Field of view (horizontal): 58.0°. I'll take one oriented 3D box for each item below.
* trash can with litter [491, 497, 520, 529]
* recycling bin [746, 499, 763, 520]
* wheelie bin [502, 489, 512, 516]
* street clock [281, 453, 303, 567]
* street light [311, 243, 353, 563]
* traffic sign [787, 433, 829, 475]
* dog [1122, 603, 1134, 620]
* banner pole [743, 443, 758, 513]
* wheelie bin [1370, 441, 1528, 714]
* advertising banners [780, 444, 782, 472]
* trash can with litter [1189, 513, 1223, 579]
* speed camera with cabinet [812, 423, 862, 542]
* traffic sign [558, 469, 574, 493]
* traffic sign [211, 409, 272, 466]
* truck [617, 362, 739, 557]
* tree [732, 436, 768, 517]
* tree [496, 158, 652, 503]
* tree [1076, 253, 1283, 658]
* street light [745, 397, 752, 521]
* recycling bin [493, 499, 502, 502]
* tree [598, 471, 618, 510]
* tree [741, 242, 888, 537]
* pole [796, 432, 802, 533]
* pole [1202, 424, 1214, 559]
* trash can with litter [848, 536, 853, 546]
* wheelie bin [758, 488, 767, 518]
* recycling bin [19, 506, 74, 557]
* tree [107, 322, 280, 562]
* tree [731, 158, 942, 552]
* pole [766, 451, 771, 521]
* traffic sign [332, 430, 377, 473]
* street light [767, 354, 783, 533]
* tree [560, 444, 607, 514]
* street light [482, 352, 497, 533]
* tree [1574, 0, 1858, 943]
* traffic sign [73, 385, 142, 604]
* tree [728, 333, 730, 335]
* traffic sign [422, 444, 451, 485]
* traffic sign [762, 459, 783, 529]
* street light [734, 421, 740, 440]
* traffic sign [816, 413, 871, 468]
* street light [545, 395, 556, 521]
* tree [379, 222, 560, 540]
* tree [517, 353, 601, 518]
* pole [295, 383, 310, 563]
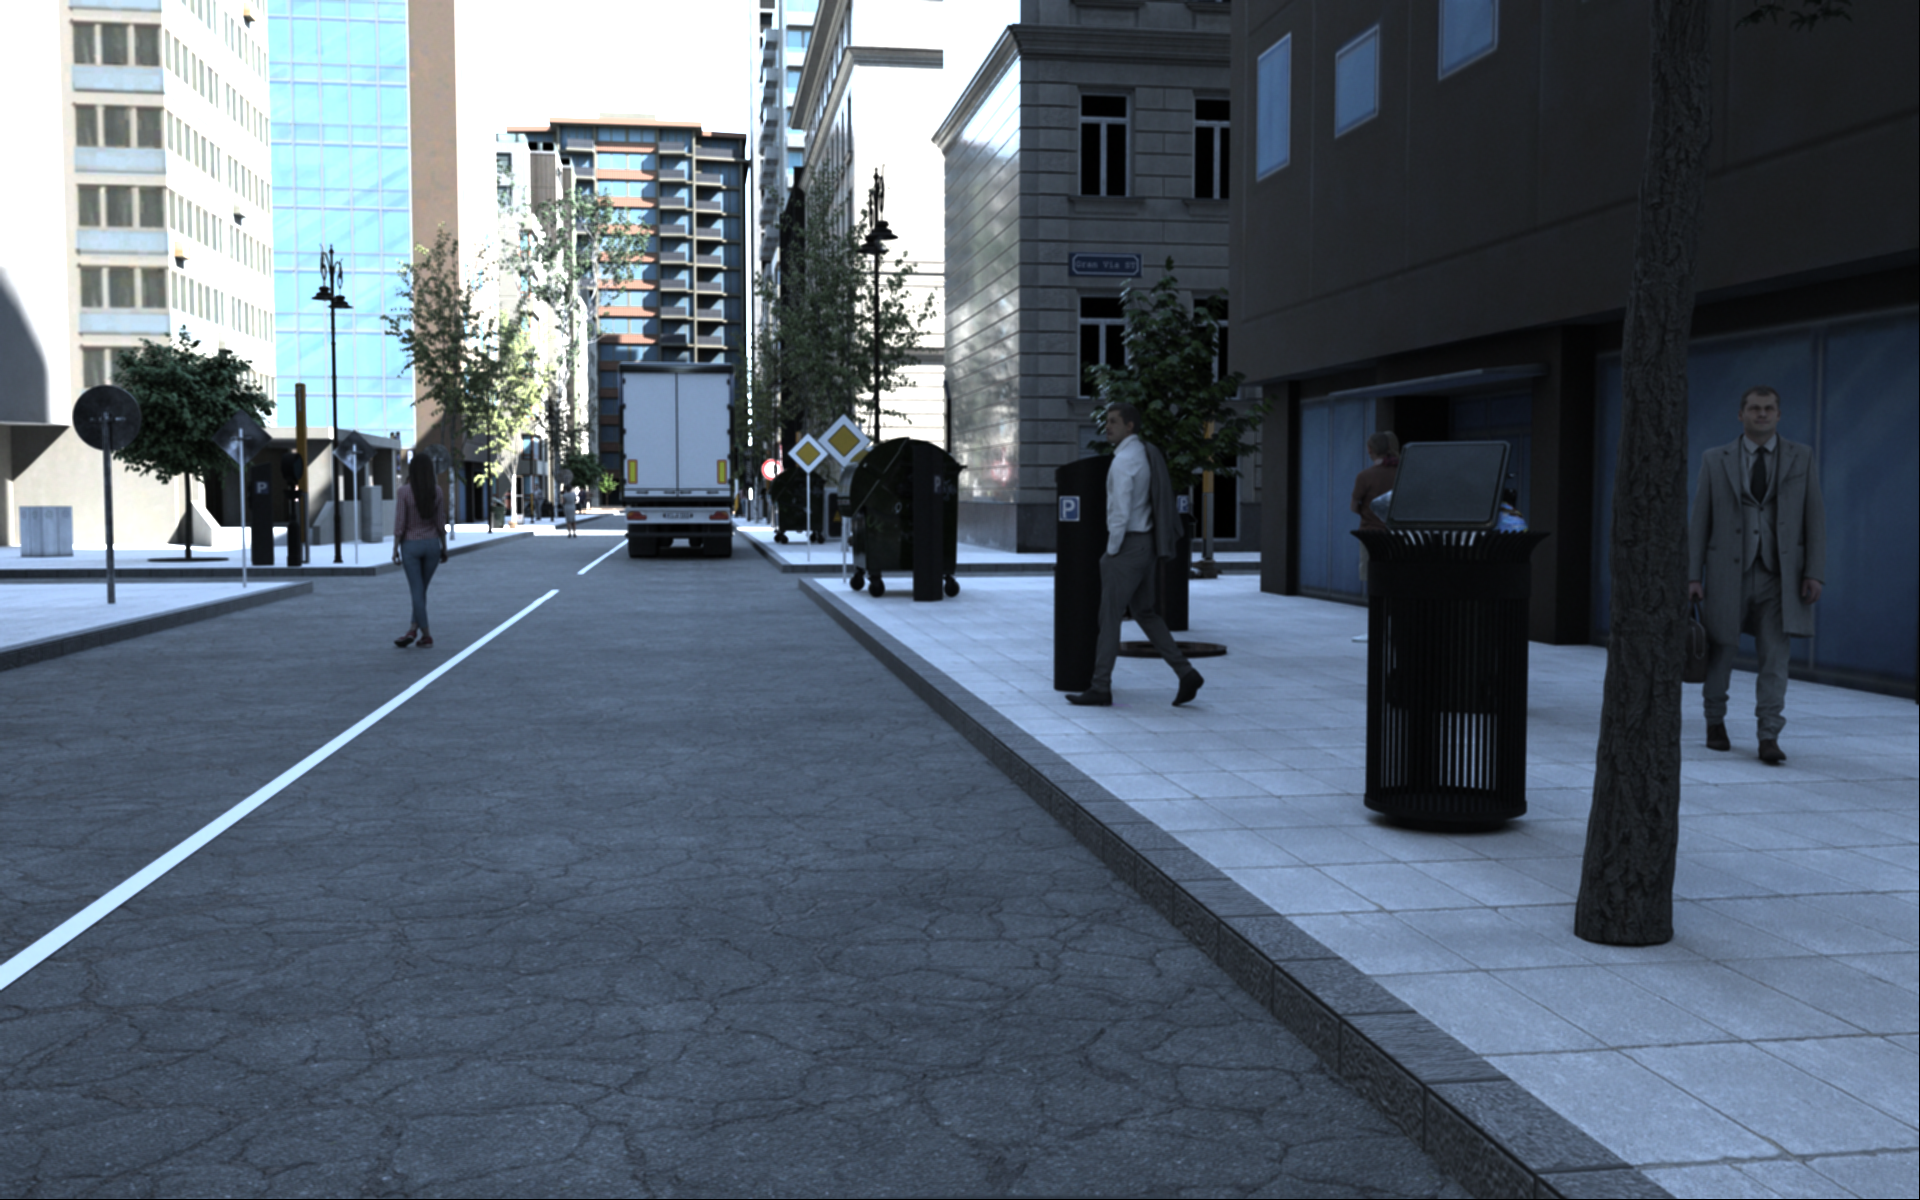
[{"bbox_3d":[-16.632,-3.173,63.272,1.055,1.170,0.624,-1,4,-10],"label":"trash can with litter"},{"bbox_3d":[-10.290,-4.531,86.636,0.722,1.027,0.722,-1,4,-19],"label":"recycling bin"},{"bbox_3d":[-26.357,-5.710,101.260,0.693,1.594,0.980,-2,4,-24],"label":"wheelie bin"},{"bbox_3d":[-11.781,-1.592,30.595,0.358,2.002,0.471,0,4,-1],"label":"street clock"},{"bbox_3d":[-11.616,-3.632,32.176,0.468,5.910,1.993,-1,4,-9],"label":"street light"},{"bbox_3d":[-2.859,-1.877,32.884,0.795,2.593,0.064,-1,4,-9],"label":"traffic sign"},{"bbox_3d":[1.682,-0.002,17.764,0.748,0.427,0.550,1,4,11],"label":"dog"},{"bbox_3d":[-9.393,-5.398,78.280,0.863,3.779,0.401,-1,4,-22],"label":"banner pole"},{"bbox_3d":[2.940,-0.153,10.404,0.980,1.594,0.693,2,4,32],"label":"wheelie bin"},{"bbox_3d":[-6.299,-4.022,61.941,0.090,3.025,2.074,0,4,2],"label":"advertising banners"},{"bbox_3d":[3.427,-0.908,26.236,1.055,1.170,0.624,-2,4,-33],"label":"trash can with litter"},{"bbox_3d":[-3.114,-3.242,47.350,0.660,3.252,2.038,3,5,45],"label":"speed camera with cabinet"},{"bbox_3d":[-19.812,-5.321,87.109,0.768,2.556,0.104,0,4,-7],"label":"traffic sign"},{"bbox_3d":[-9.852,-1.319,23.759,0.795,2.593,0.064,-1,4,-9],"label":"traffic sign"},{"bbox_3d":[-6.807,-3.280,42.535,2.839,4.237,11.283,0,4,-8],"label":"truck"},{"bbox_3d":[-12.370,-6.982,97.866,4.285,4.588,4.351,0,3,0],"label":"tree"},{"bbox_3d":[-24.383,-14.889,99.328,12.611,20.169,13.585,0,3,0],"label":"tree"},{"bbox_3d":[1.775,-1.184,13.961,1.663,3.219,1.824,0,3,0],"label":"tree"},{"bbox_3d":[-9.974,-6.659,81.659,0.468,5.910,1.993,-1,4,-9],"label":"street light"},{"bbox_3d":[-24.374,-4.755,90.301,0.722,1.027,0.722,-3,5,-44],"label":"recycling bin"},{"bbox_3d":[-29.107,-9.042,142.437,1.663,3.219,1.824,0,3,0],"label":"tree"},{"bbox_3d":[-4.305,-6.194,51.641,4.360,8.622,3.978,0,3,0],"label":"tree"},{"bbox_3d":[-5.281,-3.852,56.825,0.158,3.312,0.155,0,3,0],"label":"pole"},{"bbox_3d":[4.919,-2.476,34.320,0.158,3.312,0.155,0,3,0],"label":"pole"},{"bbox_3d":[-2.378,-1.894,42.347,1.055,1.170,0.624,3,5,43],"label":"trash can with litter"},{"bbox_3d":[-10.467,-5.285,94.321,0.980,1.594,0.693,-2,4,-32],"label":"wheelie bin"},{"bbox_3d":[-18.744,-1.406,35.539,0.722,1.027,0.722,2,4,27],"label":"recycling bin"},{"bbox_3d":[-14.858,-3.029,33.241,4.285,4.588,4.351,0,3,0],"label":"tree"},{"bbox_3d":[-2.525,-5.369,38.146,4.737,8.622,4.395,0,3,0],"label":"tree"},{"bbox_3d":[-8.970,-5.342,81.177,0.158,3.312,0.155,0,3,0],"label":"pole"},{"bbox_3d":[-11.061,-1.802,31.653,0.795,2.593,0.064,-1,4,-9],"label":"traffic sign"},{"bbox_3d":[-6.067,-5.147,56.946,0.468,5.910,1.993,-1,4,-9],"label":"street light"},{"bbox_3d":[-24.705,-7.895,112.799,4.285,4.588,4.351,0,3,0],"label":"tree"},{"bbox_3d":[-15.414,-5.128,56.629,0.468,5.910,1.993,-1,4,-9],"label":"street light"},{"bbox_3d":[2.272,-4.299,4.703,7.601,10.594,8.767,0,4,-3],"label":"tree"},{"bbox_3d":[-9.963,-1.232,20.256,0.768,2.556,0.104,0,4,-6],"label":"traffic sign"},{"bbox_3d":[-8.912,-7.642,75.314,4.737,8.622,4.395,0,3,0],"label":"tree"},{"bbox_3d":[-13.357,-2.692,44.124,0.768,2.556,0.104,0,4,-2],"label":"traffic sign"},{"bbox_3d":[-6.832,-3.852,63.082,0.768,2.556,0.104,0,4,-8],"label":"traffic sign"},{"bbox_3d":[-13.668,-8.155,106.127,0.468,5.910,1.993,-1,4,-9],"label":"street light"},{"bbox_3d":[-1.650,-1.395,24.991,0.795,2.593,0.064,-1,4,-9],"label":"traffic sign"},{"bbox_3d":[-19.133,-6.624,81.094,0.468,5.910,1.993,-1,4,-9],"label":"street light"},{"bbox_3d":[-13.917,-5.974,48.044,4.737,8.622,4.395,0,3,0],"label":"tree"},{"bbox_3d":[-21.103,-8.621,91.324,4.360,8.622,3.978,0,3,0],"label":"tree"},{"bbox_3d":[-12.159,-2.335,32.023,0.158,3.312,0.155,0,3,0],"label":"pole"}]
